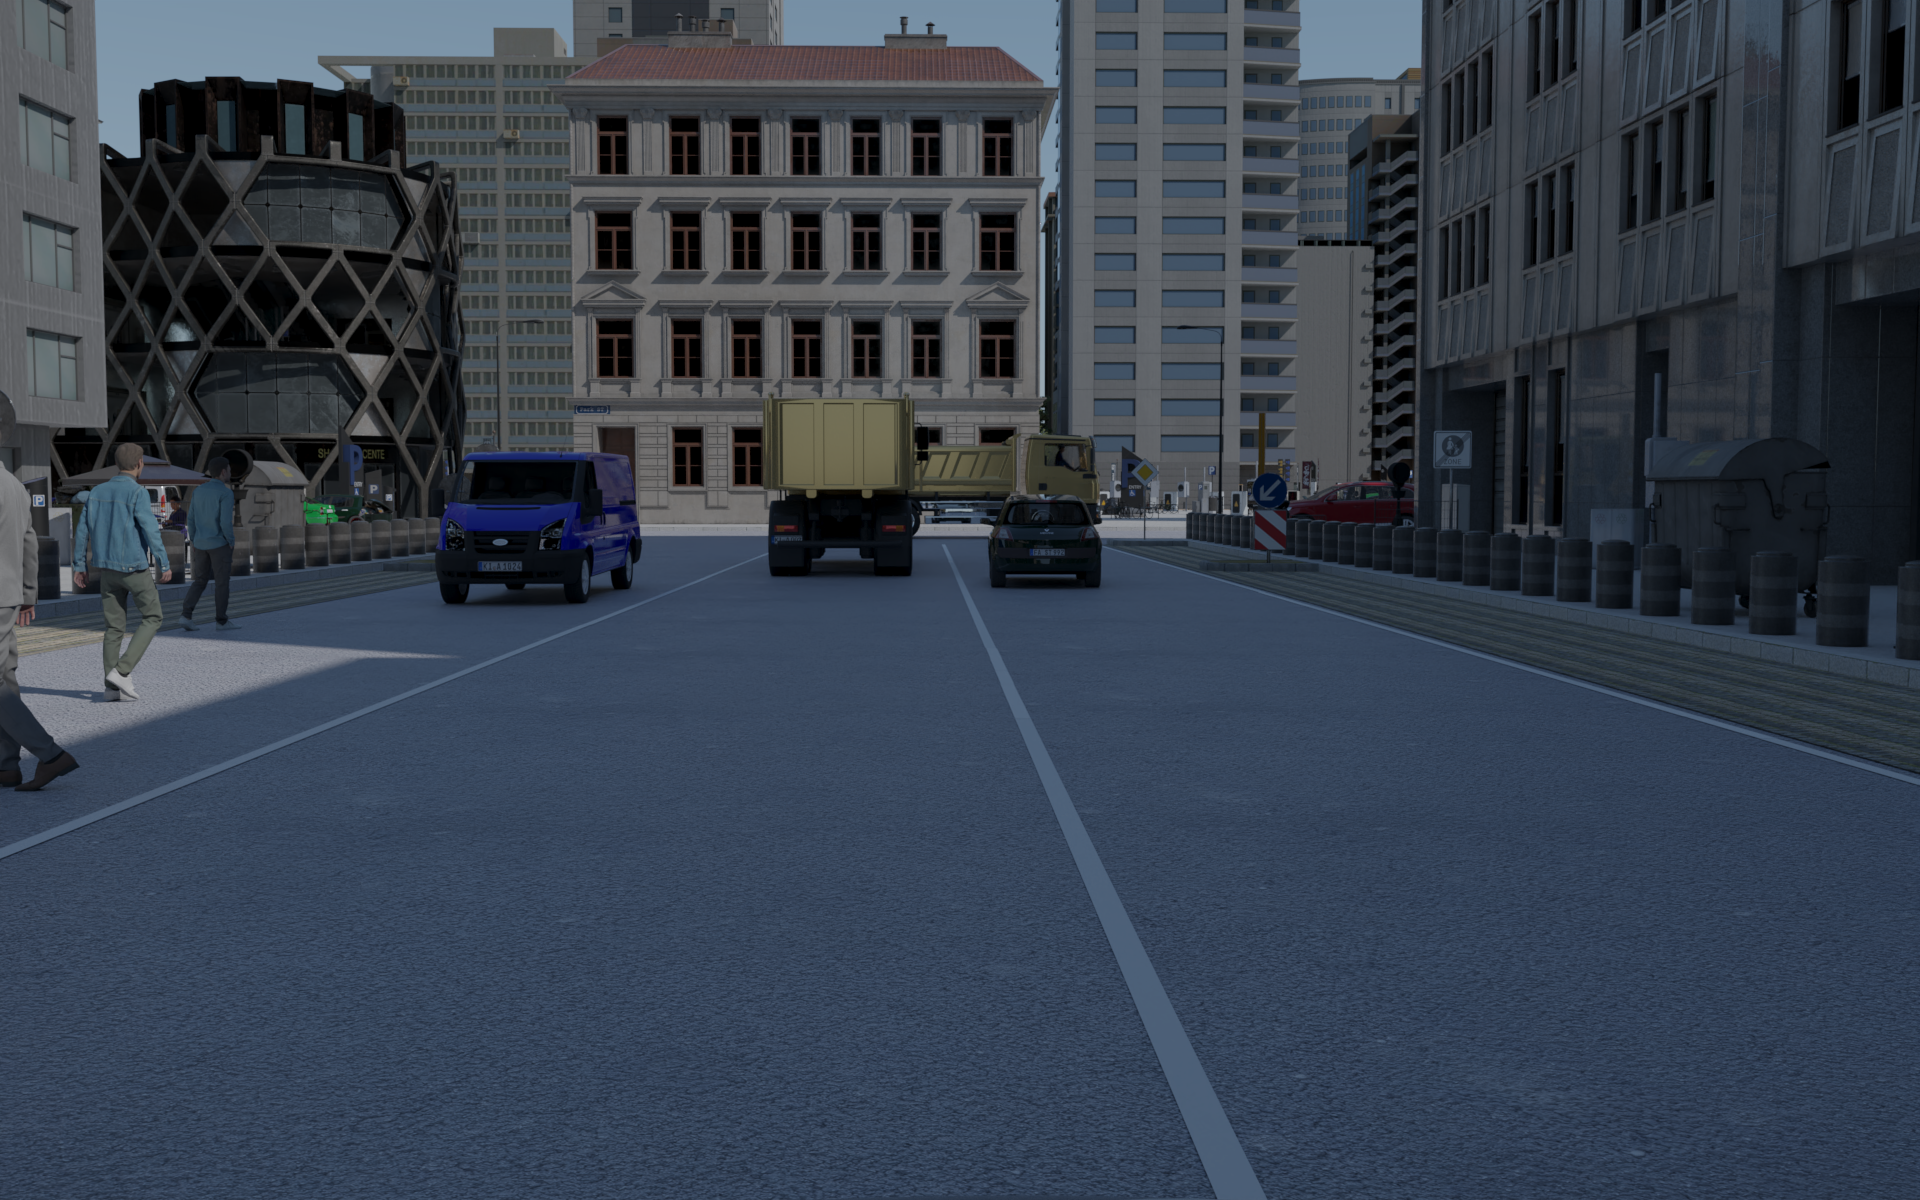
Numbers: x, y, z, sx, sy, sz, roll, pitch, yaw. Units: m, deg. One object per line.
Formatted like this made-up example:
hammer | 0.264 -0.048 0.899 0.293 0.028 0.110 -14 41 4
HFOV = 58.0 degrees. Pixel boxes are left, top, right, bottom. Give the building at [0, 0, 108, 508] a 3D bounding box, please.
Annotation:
building | -27.295 -21.572 36.297 14.086 41.232 14.154 0 4 -1

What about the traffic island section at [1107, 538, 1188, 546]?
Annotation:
traffic island section | 5.210 -1.616 48.701 2.009 0.180 2.903 0 4 -1

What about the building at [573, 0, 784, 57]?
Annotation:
building | -30.379 -46.101 192.006 20.611 71.187 20.563 0 4 -1

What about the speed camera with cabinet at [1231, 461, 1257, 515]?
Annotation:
speed camera with cabinet | 17.328 -6.761 104.879 0.660 3.252 2.038 -2 4 -34

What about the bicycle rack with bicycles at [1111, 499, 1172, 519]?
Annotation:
bicycle rack with bicycles | 8.828 -4.648 89.371 2.852 0.926 2.925 3 4 39

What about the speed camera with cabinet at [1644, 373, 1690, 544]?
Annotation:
speed camera with cabinet | 11.482 -2.042 27.728 0.660 3.252 2.038 1 4 10

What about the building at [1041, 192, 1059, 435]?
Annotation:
building | 24.532 -35.951 242.417 28.867 44.769 22.147 0 4 -1

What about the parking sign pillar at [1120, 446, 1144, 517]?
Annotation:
parking sign pillar | 9.590 -6.582 96.086 1.447 3.967 1.447 1 4 15

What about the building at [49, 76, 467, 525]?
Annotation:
building | -31.207 -12.941 79.034 16.811 18.784 16.820 0 4 -1

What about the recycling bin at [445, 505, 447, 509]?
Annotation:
recycling bin | -28.687 -5.170 97.084 0.722 1.027 0.722 0 4 -8

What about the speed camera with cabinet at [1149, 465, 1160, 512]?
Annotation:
speed camera with cabinet | 13.459 -7.686 119.997 0.660 3.252 2.038 0 4 4

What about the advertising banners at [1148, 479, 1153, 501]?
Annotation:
advertising banners | 14.823 -8.460 134.506 0.090 3.025 2.074 1 4 15

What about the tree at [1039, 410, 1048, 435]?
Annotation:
tree | 5.556 -11.648 140.809 4.737 8.622 4.395 0 3 0

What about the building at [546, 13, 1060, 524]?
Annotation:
building | -6.565 -14.770 77.640 21.152 22.565 11.583 0 4 -1

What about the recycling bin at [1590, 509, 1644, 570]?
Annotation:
recycling bin | 11.225 -1.042 29.592 0.722 1.027 0.722 2 4 35

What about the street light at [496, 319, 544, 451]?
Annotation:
street light | -11.724 -4.497 46.064 1.470 5.913 1.316 0 4 -1

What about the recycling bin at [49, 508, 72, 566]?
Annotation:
recycling bin | -16.430 -1.143 31.238 0.722 1.027 0.722 -2 4 -24

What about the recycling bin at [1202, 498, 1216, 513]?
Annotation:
recycling bin | 14.414 -5.369 100.335 0.722 1.027 0.722 1 4 19

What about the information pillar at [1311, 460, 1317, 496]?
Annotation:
information pillar | 24.286 -7.808 119.009 0.183 3.616 0.504 -2 4 -28

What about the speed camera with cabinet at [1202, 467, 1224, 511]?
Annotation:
speed camera with cabinet | 18.414 -8.080 126.438 0.660 3.252 2.038 -2 4 -31

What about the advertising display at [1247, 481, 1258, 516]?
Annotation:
advertising display | 14.905 -4.999 86.949 0.974 1.923 0.123 1 4 18

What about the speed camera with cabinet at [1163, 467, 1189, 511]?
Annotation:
speed camera with cabinet | 16.029 -8.200 128.408 0.660 3.252 2.038 -3 5 -42

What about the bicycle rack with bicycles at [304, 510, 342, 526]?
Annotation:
bicycle rack with bicycles | -15.191 -1.555 38.811 2.852 0.926 2.925 -1 4 -18

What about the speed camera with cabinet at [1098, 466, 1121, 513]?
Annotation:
speed camera with cabinet | 10.215 -7.657 119.532 2.038 3.252 0.660 -2 4 -31

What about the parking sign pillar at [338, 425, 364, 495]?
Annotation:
parking sign pillar | -24.103 -4.900 68.592 1.447 3.967 1.447 0 4 6

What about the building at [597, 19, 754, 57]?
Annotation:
building | -26.323 -31.681 168.098 14.600 45.320 14.200 0 4 -1

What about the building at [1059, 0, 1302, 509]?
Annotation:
building | 19.544 -37.621 157.108 21.231 58.520 28.212 0 4 -1

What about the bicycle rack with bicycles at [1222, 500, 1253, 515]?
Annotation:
bicycle rack with bicycles | 17.527 -5.761 107.582 2.852 0.926 2.925 -1 4 -11

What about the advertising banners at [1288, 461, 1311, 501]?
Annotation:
advertising banners | 17.668 -5.869 92.140 2.074 3.025 0.090 1 4 13

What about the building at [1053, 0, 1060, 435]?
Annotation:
building | 19.040 -53.441 186.424 22.319 86.520 31.000 0 4 -1

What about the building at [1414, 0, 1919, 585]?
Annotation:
building | 18.045 -13.246 34.590 12.078 24.808 19.932 0 4 -1

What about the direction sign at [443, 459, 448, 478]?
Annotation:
direction sign | -33.132 -7.297 111.301 0.379 3.537 0.876 1 4 12

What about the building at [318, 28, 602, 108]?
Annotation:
building | -34.759 -27.940 148.698 32.217 40.220 23.993 0 4 -1

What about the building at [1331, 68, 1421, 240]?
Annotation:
building | 53.063 -42.856 242.691 28.212 58.520 21.231 0 4 -1

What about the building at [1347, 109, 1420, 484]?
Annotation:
building | 52.720 -33.477 197.453 14.200 45.320 14.600 0 4 -1

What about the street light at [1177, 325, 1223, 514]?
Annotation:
street light | 6.650 -4.600 47.751 1.470 5.913 1.316 0 4 -1

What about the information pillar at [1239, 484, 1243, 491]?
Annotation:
information pillar | 21.508 -7.844 132.745 0.304 2.012 0.304 1 4 13

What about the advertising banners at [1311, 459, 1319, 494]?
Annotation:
advertising banners | 17.559 -5.453 85.351 0.090 3.025 2.074 0 4 6

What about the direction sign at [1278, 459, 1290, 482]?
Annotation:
direction sign | 20.940 -7.341 112.021 0.876 3.537 0.379 -1 4 -21

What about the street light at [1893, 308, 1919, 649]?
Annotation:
street light | 7.390 -2.550 14.230 1.470 5.913 1.316 0 4 -1

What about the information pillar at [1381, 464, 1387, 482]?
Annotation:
information pillar | 32.558 -8.672 133.140 0.504 3.616 0.183 1 4 16

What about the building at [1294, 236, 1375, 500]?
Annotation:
building | 38.510 -26.060 197.786 14.107 30.474 14.160 0 4 -1

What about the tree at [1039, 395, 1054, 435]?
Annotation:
tree | 5.436 -14.197 154.183 6.751 12.117 7.091 0 3 0

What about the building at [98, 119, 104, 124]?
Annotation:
building | -48.674 -13.851 75.614 18.267 20.994 9.793 0 4 -1

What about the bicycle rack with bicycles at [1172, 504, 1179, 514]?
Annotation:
bicycle rack with bicycles | 13.204 -6.159 114.084 2.925 0.926 2.852 3 5 42

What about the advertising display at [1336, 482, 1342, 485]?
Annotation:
advertising display | 21.202 -5.602 96.800 0.123 1.923 0.974 2 4 31
